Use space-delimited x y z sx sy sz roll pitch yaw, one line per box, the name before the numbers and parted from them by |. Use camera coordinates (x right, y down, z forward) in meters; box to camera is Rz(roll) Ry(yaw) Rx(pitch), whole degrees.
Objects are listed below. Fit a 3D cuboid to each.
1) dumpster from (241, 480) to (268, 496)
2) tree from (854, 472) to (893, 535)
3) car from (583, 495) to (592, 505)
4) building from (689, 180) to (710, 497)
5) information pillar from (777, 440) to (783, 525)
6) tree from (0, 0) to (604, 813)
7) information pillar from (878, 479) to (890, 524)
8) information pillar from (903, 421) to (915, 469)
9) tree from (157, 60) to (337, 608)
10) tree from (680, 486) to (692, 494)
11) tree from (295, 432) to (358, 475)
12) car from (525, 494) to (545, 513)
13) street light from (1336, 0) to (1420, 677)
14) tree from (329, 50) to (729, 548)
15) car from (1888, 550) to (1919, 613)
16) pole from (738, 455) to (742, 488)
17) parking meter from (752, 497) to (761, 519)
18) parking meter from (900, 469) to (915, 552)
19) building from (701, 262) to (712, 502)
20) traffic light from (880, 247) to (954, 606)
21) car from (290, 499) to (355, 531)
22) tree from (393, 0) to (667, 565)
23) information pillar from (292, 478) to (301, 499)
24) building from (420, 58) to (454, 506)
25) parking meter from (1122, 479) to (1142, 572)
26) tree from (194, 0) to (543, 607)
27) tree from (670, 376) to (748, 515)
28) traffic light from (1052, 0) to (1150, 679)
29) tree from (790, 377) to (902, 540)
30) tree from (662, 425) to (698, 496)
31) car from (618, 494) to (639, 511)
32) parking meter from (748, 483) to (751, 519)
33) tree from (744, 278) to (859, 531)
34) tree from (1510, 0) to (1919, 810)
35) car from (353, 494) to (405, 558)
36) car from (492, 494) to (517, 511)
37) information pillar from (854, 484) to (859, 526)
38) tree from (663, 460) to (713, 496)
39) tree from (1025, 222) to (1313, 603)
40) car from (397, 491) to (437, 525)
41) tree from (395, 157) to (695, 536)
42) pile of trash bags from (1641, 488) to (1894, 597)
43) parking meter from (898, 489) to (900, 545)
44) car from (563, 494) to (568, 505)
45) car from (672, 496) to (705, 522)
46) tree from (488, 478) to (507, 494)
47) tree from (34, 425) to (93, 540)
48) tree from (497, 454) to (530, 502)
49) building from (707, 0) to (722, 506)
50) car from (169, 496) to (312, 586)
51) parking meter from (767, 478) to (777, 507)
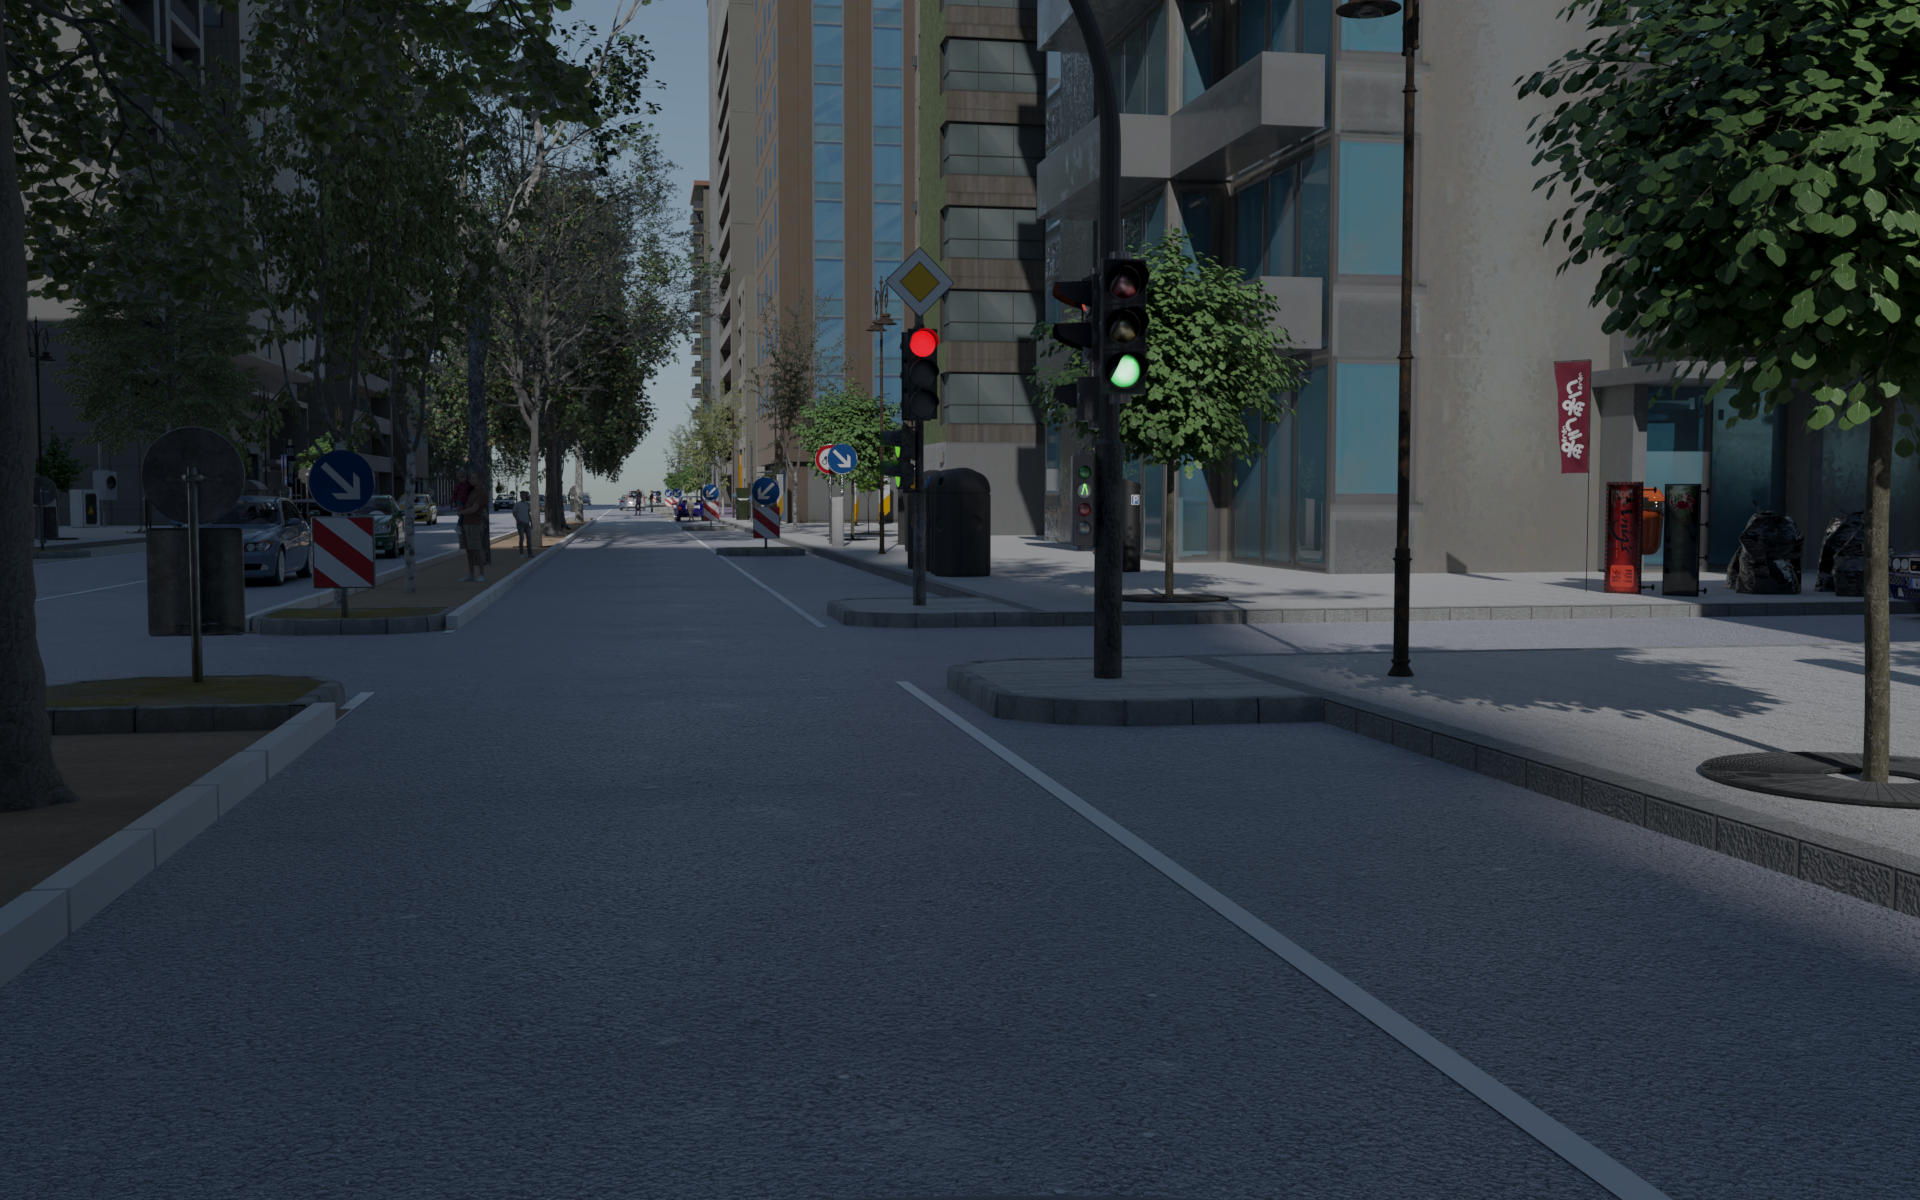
dumpster | -28.863 -3.941 70.198 1.264 1.857 1.865 -1 4 -11
tree | -2.868 -3.692 54.964 1.663 3.219 1.824 0 3 0
car | -49.518 -13.184 227.927 2.083 1.381 4.827 -1 4 -10
building | -25.831 -35.736 238.906 22.147 44.769 28.867 -1 4 -11
information pillar | -7.538 -4.950 72.287 0.183 3.616 0.504 1 4 22
tree | -4.179 -5.295 7.158 7.486 12.596 7.792 0 3 0
information pillar | -3.216 -5.011 73.278 0.504 3.616 0.183 -2 4 -28
information pillar | -1.598 -3.894 55.018 0.504 3.616 0.183 0 4 5
tree | -7.101 -4.084 19.585 4.737 8.622 4.395 0 3 0
tree | -31.567 -12.590 200.454 1.663 3.219 1.824 0 3 0
tree | -32.131 -6.413 88.572 4.285 4.588 4.351 0 3 0
car | -29.879 -6.864 122.010 2.009 1.686 4.222 -1 4 -13
street light | 3.111 -2.401 12.049 0.468 5.910 1.993 -1 4 -11
tree | -11.351 -8.135 45.842 12.009 13.543 11.850 0 3 0
car | 12.680 -0.431 19.626 3.894 1.354 1.945 -1 4 -10
pole | -11.459 -5.903 90.354 0.158 3.312 0.155 0 3 0
parking meter | -9.256 -4.501 79.307 0.255 1.863 0.399 0 4 2
parking meter | -1.046 -2.007 38.532 0.399 1.863 0.255 1 4 16
building | -25.470 -27.271 217.582 14.160 30.474 14.107 -1 4 -11
traffic light | -0.486 -1.893 19.865 0.839 4.253 0.868 -1 4 -11
car | -13.236 -1.370 34.985 1.945 1.354 3.894 -1 4 -9
tree | -8.298 -10.719 33.609 12.611 20.169 13.585 0 3 0
information pillar | -30.604 -4.613 79.916 0.304 2.012 0.304 2 4 31
building | -66.787 -34.703 187.002 23.786 49.044 30.456 -1 4 -11
parking meter | 2.789 -1.229 28.500 0.372 1.533 0.369 0 3 0
tree | -7.993 -4.409 24.903 4.737 8.622 4.395 0 3 0
tree | -14.859 -9.563 106.716 4.737 8.622 4.395 0 3 0
traffic light | -1.035 -2.252 11.491 4.771 5.953 1.251 -1 4 -11
tree | -3.100 -3.966 48.556 4.285 4.588 4.351 0 3 0
tree | -28.907 -14.091 180.752 4.360 8.622 3.978 0 3 0
car | -28.908 -8.539 151.621 2.014 1.417 4.499 -1 4 -10
parking meter | -10.886 -5.185 90.493 0.255 1.863 0.399 2 4 24
tree | -5.634 -6.714 60.130 4.360 8.622 3.978 0 3 0
tree | 4.162 -1.460 7.587 4.285 4.588 4.351 0 3 0
car | -13.781 -1.721 39.942 2.131 1.459 4.920 -1 4 -12
car | -38.057 -8.265 144.918 2.009 1.686 4.222 -1 4 -12
information pillar | -4.146 -4.766 69.282 0.183 3.616 0.504 1 4 13
tree | -24.210 -10.743 159.355 4.285 4.588 4.351 0 3 0
tree | 2.614 -2.273 20.877 4.285 4.588 4.351 0 3 0
car | -25.217 -4.274 80.108 2.015 1.641 3.980 -1 4 -12
tree | -13.813 -8.489 58.264 9.611 12.733 9.660 0 3 0
pile of trash bags | 10.516 -0.805 22.921 3.447 1.369 1.912 2 4 33
parking meter | -1.351 -2.317 43.602 0.399 1.863 0.255 1 4 12
car | -54.553 -13.875 236.638 2.009 1.686 4.222 -1 4 -12
car | -14.243 -4.842 91.740 1.945 1.354 3.894 -1 4 -12
tree | -55.666 -13.127 209.219 1.663 3.219 1.824 0 3 0
tree | -25.402 -3.302 48.587 1.663 3.219 1.824 0 3 0
tree | -61.423 -17.768 240.874 4.360 8.622 3.978 0 3 0
building | -17.803 -40.042 196.680 21.231 58.520 28.212 -1 4 -11
car | -11.733 -0.999 28.331 2.014 1.417 4.499 -1 4 -11
parking meter | -6.901 -3.524 63.327 0.399 1.863 0.255 0 4 4
